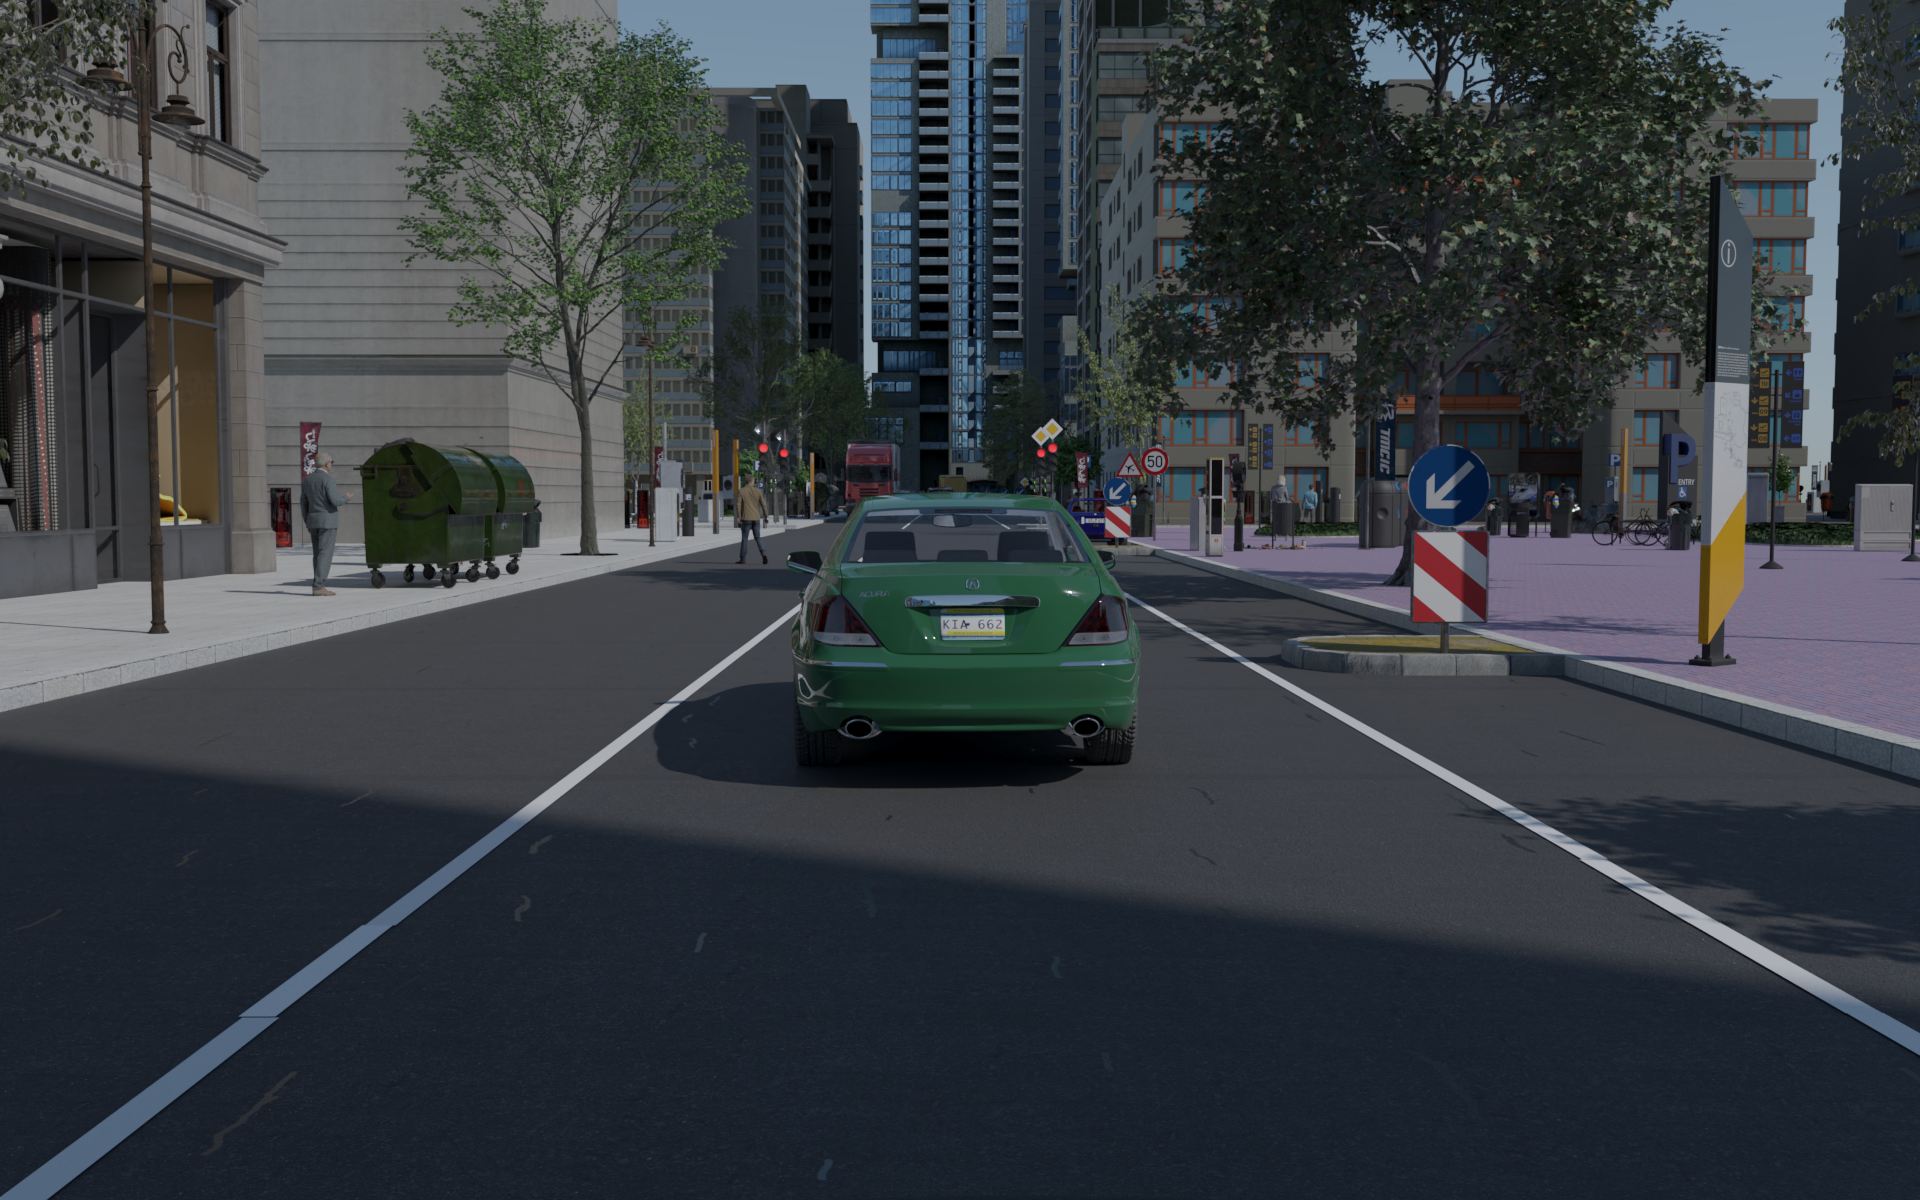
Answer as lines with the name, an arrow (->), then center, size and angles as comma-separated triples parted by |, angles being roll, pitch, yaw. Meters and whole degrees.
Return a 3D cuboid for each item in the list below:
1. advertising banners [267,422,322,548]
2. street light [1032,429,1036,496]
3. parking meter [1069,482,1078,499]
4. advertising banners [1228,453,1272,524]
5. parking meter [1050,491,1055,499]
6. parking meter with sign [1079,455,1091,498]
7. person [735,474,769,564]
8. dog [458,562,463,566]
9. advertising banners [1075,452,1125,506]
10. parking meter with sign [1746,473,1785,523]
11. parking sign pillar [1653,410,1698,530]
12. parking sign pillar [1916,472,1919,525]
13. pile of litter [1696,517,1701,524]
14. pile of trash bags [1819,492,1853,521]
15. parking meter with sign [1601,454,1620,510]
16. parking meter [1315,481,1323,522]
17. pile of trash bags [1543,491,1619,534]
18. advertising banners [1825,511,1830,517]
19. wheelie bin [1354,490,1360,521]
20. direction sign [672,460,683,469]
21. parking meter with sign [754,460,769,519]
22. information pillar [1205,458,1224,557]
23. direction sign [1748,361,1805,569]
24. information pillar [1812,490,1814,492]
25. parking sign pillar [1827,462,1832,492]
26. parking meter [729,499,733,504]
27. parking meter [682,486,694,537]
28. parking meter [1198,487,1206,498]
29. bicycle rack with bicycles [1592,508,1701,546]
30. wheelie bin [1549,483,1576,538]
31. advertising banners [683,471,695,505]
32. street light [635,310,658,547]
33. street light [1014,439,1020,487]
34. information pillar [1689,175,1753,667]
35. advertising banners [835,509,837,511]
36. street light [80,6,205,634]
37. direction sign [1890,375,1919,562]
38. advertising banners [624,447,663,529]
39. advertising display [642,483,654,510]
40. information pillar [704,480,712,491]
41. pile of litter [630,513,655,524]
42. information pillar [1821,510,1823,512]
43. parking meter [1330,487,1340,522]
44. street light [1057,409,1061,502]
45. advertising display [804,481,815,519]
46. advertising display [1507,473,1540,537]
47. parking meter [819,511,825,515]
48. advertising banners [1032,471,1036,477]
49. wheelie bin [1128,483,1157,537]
advertising banners -> -16.311, -2.771, 41.497 | 2.074, 3.025, 0.090 | -3, 4, -37
street light -> 5.112, -9.022, 120.294 | 0.468, 5.910, 1.993 | 0, 4, 0
parking meter -> 4.998, -4.306, 76.116 | 0.399, 1.863, 0.255 | -1, 4, -14
advertising banners -> 12.455, -4.781, 74.350 | 2.074, 3.025, 0.090 | 2, 4, 34
parking meter -> 6.928, -7.384, 129.132 | 0.372, 1.533, 0.369 | 0, 3, 0
parking meter with sign -> 5.563, -5.042, 78.691 | 0.543, 3.016, 1.738 | 0, 4, -2
person -> -4.233, -1.650, 35.385 | 0.836, 1.842, 0.656 | 3, 4, 38
dog -> -9.091, -0.808, 30.951 | 0.550, 0.427, 0.748 | 3, 4, 36
advertising banners -> 5.851, -4.665, 72.461 | 2.074, 3.025, 0.090 | 1, 4, 8
parking meter with sign -> 28.559, -4.018, 61.962 | 1.738, 3.016, 0.543 | 1, 4, 21
parking sign pillar -> 23.216, -4.130, 56.000 | 1.447, 3.967, 1.447 | -2, 4, -24
parking sign pillar -> 40.983, -5.150, 72.670 | 1.447, 3.967, 1.447 | -2, 4, -25
pile of litter -> 31.692, -3.635, 73.405 | 1.176, 0.858, 1.719 | -1, 4, -22
pile of trash bags -> 42.511, -4.430, 82.185 | 1.912, 1.369, 3.447 | -3, 4, -37
parking meter with sign -> 27.826, -4.758, 74.048 | 0.543, 3.016, 1.738 | 2, 4, 32
parking meter -> 15.713, -4.288, 75.821 | 0.255, 1.863, 0.399 | 1, 4, 23
pile of trash bags -> 20.506, -2.913, 57.375 | 1.912, 1.369, 3.447 | -1, 4, -19
advertising banners -> 50.053, -6.252, 98.409 | 2.074, 3.025, 0.090 | -1, 4, -18
wheelie bin -> 17.550, -4.131, 75.448 | 0.693, 1.594, 0.980 | 0, 4, 1
direction sign -> -18.520, -7.446, 113.739 | 0.379, 3.537, 0.876 | 3, 5, 44
parking meter with sign -> -10.327, -5.754, 90.333 | 0.543, 3.016, 1.738 | 0, 4, 3
information pillar -> 5.198, -1.888, 35.359 | 0.304, 2.012, 0.304 | 0, 4, -8
direction sign -> 13.930, -2.302, 29.627 | 0.876, 3.537, 0.379 | 0, 4, 7
information pillar -> 69.112, -9.110, 140.304 | 0.183, 3.616, 0.504 | 1, 4, 18
parking sign pillar -> 73.101, -9.561, 144.791 | 1.447, 3.967, 1.447 | -2, 4, -26
parking meter -> -19.422, -8.642, 147.005 | 0.255, 1.863, 0.399 | -3, 5, -39
parking meter -> -8.229, -2.690, 52.399 | 0.372, 1.533, 0.369 | 0, 3, 0
parking meter -> 6.817, -2.433, 48.186 | 0.372, 1.533, 0.369 | 0, 3, 0
bicycle rack with bicycles -> 17.556, -1.839, 43.444 | 2.925, 0.926, 2.852 | 2, 4, 28
wheelie bin -> 17.620, -2.617, 50.692 | 0.693, 1.594, 0.980 | 2, 4, 25
advertising banners -> -20.930, -8.391, 133.378 | 0.090, 3.025, 2.074 | -2, 4, -33
street light -> -7.514, -4.238, 42.071 | 0.468, 5.910, 1.993 | 0, 4, 0
street light -> 4.852, -10.631, 146.598 | 0.468, 5.910, 1.993 | 0, 4, 0
information pillar -> 5.723, -1.321, 12.958 | 0.504, 3.616, 0.183 | -3, 4, -36
advertising banners -> -9.450, -8.273, 131.451 | 0.090, 3.025, 2.074 | -1, 4, -15
street light -> -7.378, -2.629, 15.767 | 0.468, 5.910, 1.993 | 0, 4, 0
direction sign -> 18.156, -2.502, 32.908 | 0.876, 3.537, 0.379 | 3, 5, 42
advertising banners -> -11.754, -4.149, 64.020 | 2.074, 3.025, 0.090 | 1, 4, 15
advertising display -> -18.963, -6.119, 105.265 | 0.974, 1.923, 0.123 | 3, 5, 41
information pillar -> -13.274, -5.308, 91.283 | 0.304, 2.012, 0.304 | 3, 5, 41
pile of litter -> -13.438, -3.707, 74.569 | 1.719, 0.858, 1.176 | -1, 4, -20
information pillar -> 61.083, -7.233, 122.751 | 0.304, 2.012, 0.304 | 1, 4, 19
parking meter -> 13.835, -3.393, 63.892 | 0.372, 1.533, 0.369 | 0, 3, 0
street light -> 5.319, -7.413, 93.990 | 0.468, 5.910, 1.993 | 0, 4, 0
advertising display -> -7.793, -5.115, 88.849 | 0.123, 1.923, 0.974 | 1, 4, 12
advertising display -> 17.007, -2.879, 52.290 | 0.974, 1.923, 0.123 | 3, 5, 43
parking meter -> -8.336, -5.882, 104.589 | 0.372, 1.533, 0.369 | 0, 3, 0
advertising banners -> 5.071, -8.254, 131.140 | 0.090, 3.025, 2.074 | -3, 5, -40
wheelie bin -> 5.457, -2.670, 51.570 | 0.693, 1.594, 0.980 | 2, 4, 32
